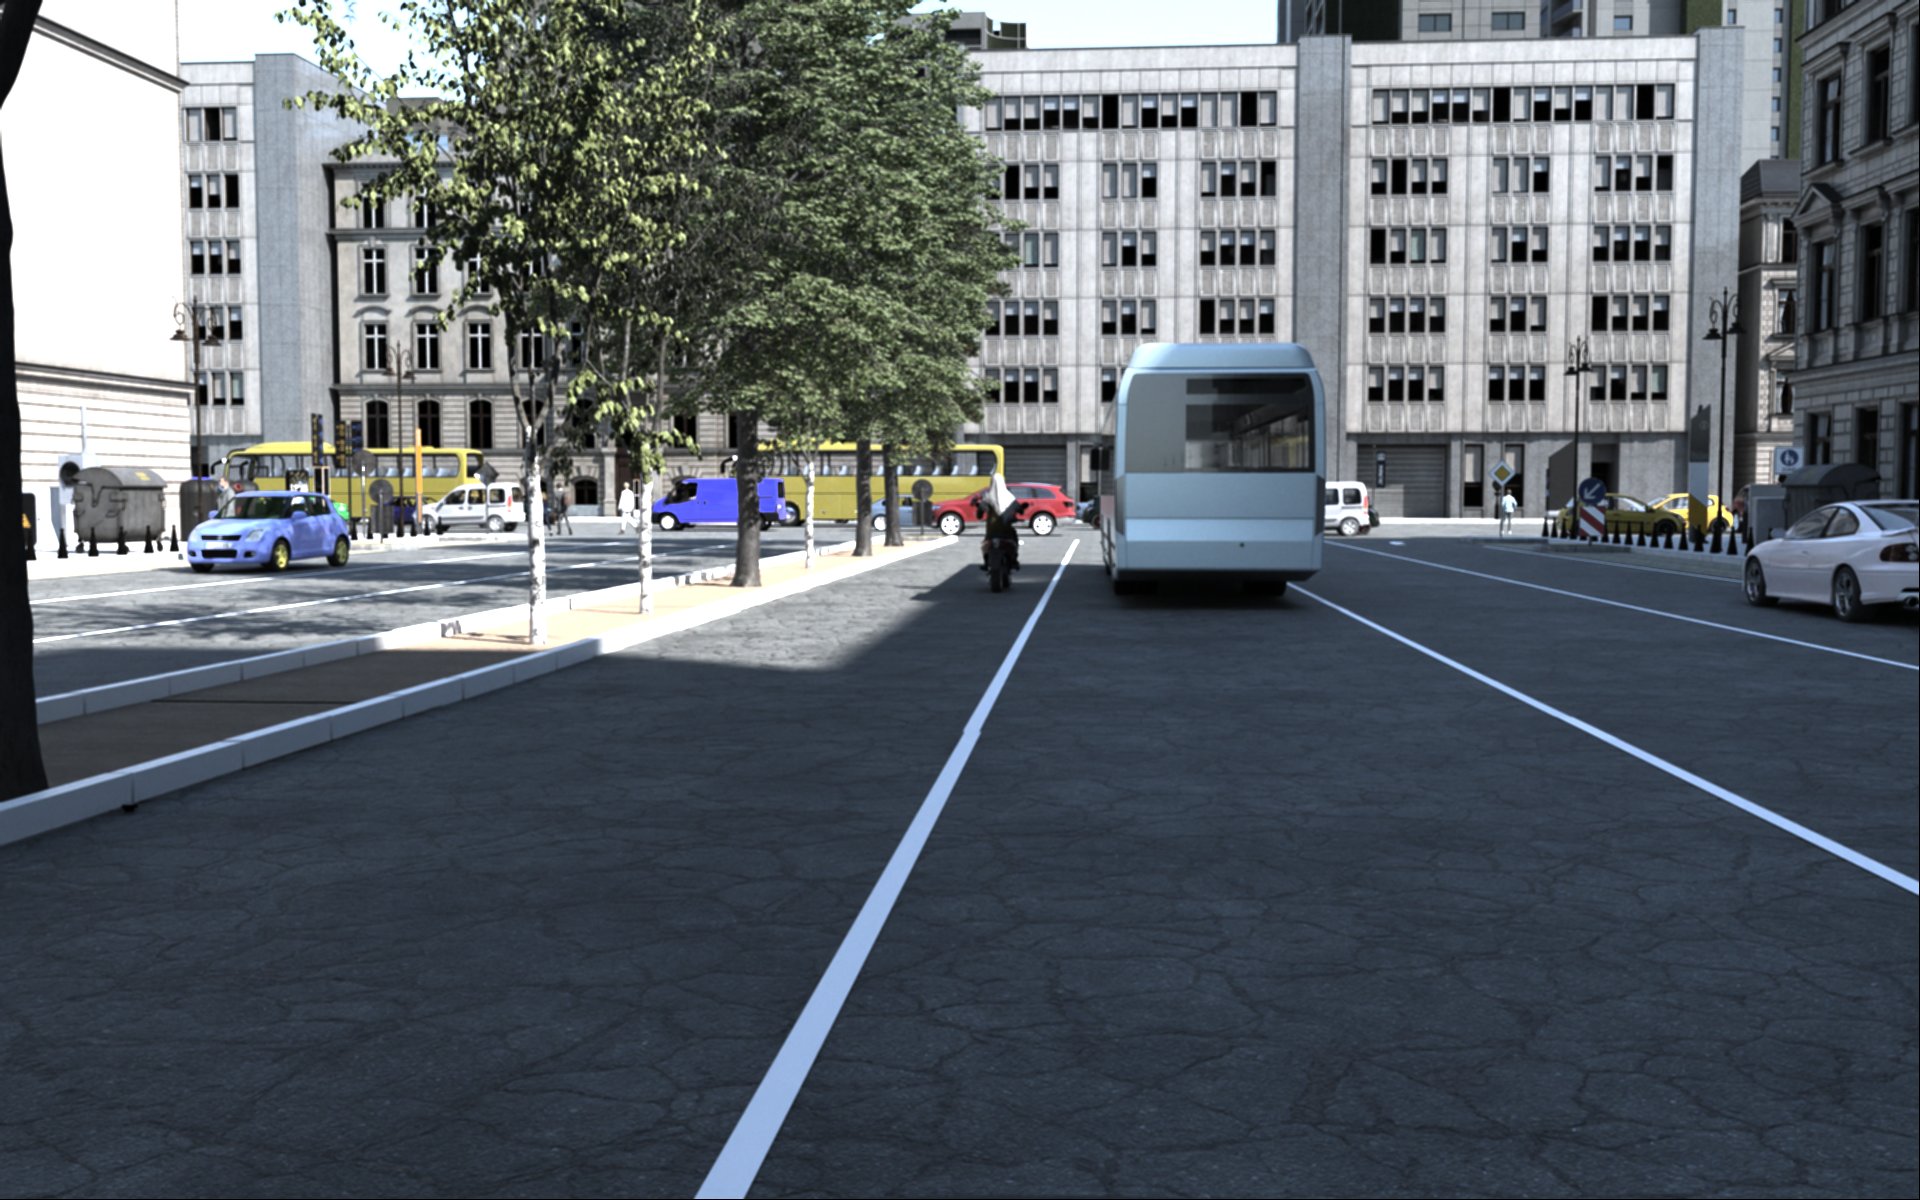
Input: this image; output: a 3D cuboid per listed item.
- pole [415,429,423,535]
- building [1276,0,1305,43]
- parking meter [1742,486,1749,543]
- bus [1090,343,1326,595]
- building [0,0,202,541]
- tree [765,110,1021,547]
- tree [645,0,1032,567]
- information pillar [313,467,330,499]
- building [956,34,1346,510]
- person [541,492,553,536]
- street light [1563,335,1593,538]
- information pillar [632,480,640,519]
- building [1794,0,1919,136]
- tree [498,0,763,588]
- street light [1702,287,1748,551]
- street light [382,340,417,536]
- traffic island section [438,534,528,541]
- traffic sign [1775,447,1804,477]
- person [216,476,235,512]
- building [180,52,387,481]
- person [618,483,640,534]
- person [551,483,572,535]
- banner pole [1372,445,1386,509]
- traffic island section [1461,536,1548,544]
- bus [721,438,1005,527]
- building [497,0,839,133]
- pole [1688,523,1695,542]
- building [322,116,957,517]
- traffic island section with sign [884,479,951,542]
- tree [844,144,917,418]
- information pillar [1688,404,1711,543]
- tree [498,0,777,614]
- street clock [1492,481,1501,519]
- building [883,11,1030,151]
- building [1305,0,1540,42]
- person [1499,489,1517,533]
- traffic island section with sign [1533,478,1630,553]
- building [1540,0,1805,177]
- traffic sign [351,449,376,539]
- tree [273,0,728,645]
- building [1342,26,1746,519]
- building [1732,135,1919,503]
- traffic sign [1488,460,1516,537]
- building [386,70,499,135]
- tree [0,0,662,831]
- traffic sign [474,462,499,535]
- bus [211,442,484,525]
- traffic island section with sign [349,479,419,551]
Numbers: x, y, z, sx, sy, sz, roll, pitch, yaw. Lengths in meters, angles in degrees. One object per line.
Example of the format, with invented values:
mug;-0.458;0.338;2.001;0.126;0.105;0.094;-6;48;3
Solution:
pole;-16.946;-3.693;54.222;0.158;3.312;0.155;0;3;0
building;45.027;-39.599;189.445;21.231;58.520;28.212;0;4;5
parking meter;20.552;-2.240;45.029;0.372;1.533;0.369;0;3;0
bus;3.609;-2.011;27.742;2.948;3.499;13.247;0;4;4
building;-31.513;-11.078;45.755;19.286;19.102;10.561;0;4;5
tree;-1.909;-7.479;46.791;6.751;12.117;7.091;0;3;0
tree;-2.276;-7.278;39.578;7.486;12.596;7.792;0;3;0
information pillar;-17.274;-2.594;46.899;0.304;2.012;0.304;1;4;14
building;10.219;-17.020;96.294;19.932;24.808;12.078;0;4;5
person;-14.186;-2.949;59.259;0.613;1.512;0.480;1;4;17
street light;18.000;-4.757;50.561;0.468;5.910;1.993;0;4;5
information pillar;-16.599;-5.150;88.691;0.304;2.012;0.304;-2;4;-31
building;25.605;-10.456;35.589;10.561;19.102;19.286;0;4;5
tree;-3.333;-6.487;26.650;7.486;12.596;7.792;0;3;0
street light;17.055;-4.035;38.753;0.468;5.910;1.993;0;4;5
street light;-16.880;-4.860;52.245;0.468;5.910;1.993;0;4;5
traffic island section;-14.680;-1.923;53.721;2.009;0.180;2.903;0;4;5
traffic sign;17.806;-2.149;37.261;0.606;2.300;0.079;1;4;9
person;-15.548;-1.712;36.597;0.767;1.812;0.694;-2;4;-35
building;-44.955;-17.244;99.959;19.932;24.808;12.078;0;4;5
person;-11.787;-3.248;61.481;0.818;1.842;0.514;1;4;13
person;-13.960;-3.194;60.692;0.622;1.834;0.822;-2;4;-35
banner pole;21.426;-6.043;88.822;0.863;3.779;0.401;3;4;36
traffic island section;16.008;-1.769;51.203;2.009;0.180;2.903;0;4;5
bus;-4.174;-5.169;76.065;12.252;3.916;2.896;0;4;3
building;-26.242;-35.205;164.840;28.713;52.752;27.495;0;4;5
pole;19.736;-3.224;46.558;0.158;3.312;0.155;0;3;0
building;-17.506;-17.201;100.324;34.723;24.649;14.460;0;4;5
traffic island section with sign;-1.222;-2.735;52.854;2.006;1.907;1.989;0;4;5
tree;-2.871;-4.906;33.025;4.360;8.622;3.978;0;3;0
information pillar;19.209;-3.280;44.985;0.504;3.616;0.183;1;4;15
tree;-3.724;-4.142;20.537;4.360;8.622;3.978;0;3;0
street clock;27.312;-5.105;88.040;0.471;2.002;0.358;2;4;34
building;-0.200;-50.296;260.598;20.611;71.187;20.563;0;4;5
building;41.933;-44.422;164.555;20.563;71.187;20.611;0;4;5
person;19.961;-3.228;63.091;0.589;1.601;0.330;1;4;11
traffic island section with sign;15.336;-2.099;42.940;1.989;1.847;2.006;0;4;5
building;77.875;-39.654;190.341;28.212;58.520;21.231;0;4;5
traffic sign;-17.041;-3.019;49.465;0.768;2.556;0.104;1;4;12
tree;-3.977;-3.858;15.902;4.737;8.622;4.395;0;3;0
building;30.087;-16.922;94.700;19.932;24.808;12.078;0;4;5
building;50.132;-13.926;92.314;19.286;19.102;10.561;0;4;5
traffic sign;15.984;-2.904;51.128;0.795;2.450;0.064;0;4;5
building;-52.119;-35.364;201.902;21.600;48.544;21.300;0;4;5
tree;-4.273;-5.774;7.232;12.009;13.543;11.850;0;3;0
traffic sign;-14.656;-3.059;53.657;0.795;2.450;0.064;0;4;5
bus;-28.937;-5.542;82.162;12.252;3.916;2.896;0;4;5
traffic island section with sign;-15.094;-2.198;44.571;1.989;1.847;2.006;0;4;5
